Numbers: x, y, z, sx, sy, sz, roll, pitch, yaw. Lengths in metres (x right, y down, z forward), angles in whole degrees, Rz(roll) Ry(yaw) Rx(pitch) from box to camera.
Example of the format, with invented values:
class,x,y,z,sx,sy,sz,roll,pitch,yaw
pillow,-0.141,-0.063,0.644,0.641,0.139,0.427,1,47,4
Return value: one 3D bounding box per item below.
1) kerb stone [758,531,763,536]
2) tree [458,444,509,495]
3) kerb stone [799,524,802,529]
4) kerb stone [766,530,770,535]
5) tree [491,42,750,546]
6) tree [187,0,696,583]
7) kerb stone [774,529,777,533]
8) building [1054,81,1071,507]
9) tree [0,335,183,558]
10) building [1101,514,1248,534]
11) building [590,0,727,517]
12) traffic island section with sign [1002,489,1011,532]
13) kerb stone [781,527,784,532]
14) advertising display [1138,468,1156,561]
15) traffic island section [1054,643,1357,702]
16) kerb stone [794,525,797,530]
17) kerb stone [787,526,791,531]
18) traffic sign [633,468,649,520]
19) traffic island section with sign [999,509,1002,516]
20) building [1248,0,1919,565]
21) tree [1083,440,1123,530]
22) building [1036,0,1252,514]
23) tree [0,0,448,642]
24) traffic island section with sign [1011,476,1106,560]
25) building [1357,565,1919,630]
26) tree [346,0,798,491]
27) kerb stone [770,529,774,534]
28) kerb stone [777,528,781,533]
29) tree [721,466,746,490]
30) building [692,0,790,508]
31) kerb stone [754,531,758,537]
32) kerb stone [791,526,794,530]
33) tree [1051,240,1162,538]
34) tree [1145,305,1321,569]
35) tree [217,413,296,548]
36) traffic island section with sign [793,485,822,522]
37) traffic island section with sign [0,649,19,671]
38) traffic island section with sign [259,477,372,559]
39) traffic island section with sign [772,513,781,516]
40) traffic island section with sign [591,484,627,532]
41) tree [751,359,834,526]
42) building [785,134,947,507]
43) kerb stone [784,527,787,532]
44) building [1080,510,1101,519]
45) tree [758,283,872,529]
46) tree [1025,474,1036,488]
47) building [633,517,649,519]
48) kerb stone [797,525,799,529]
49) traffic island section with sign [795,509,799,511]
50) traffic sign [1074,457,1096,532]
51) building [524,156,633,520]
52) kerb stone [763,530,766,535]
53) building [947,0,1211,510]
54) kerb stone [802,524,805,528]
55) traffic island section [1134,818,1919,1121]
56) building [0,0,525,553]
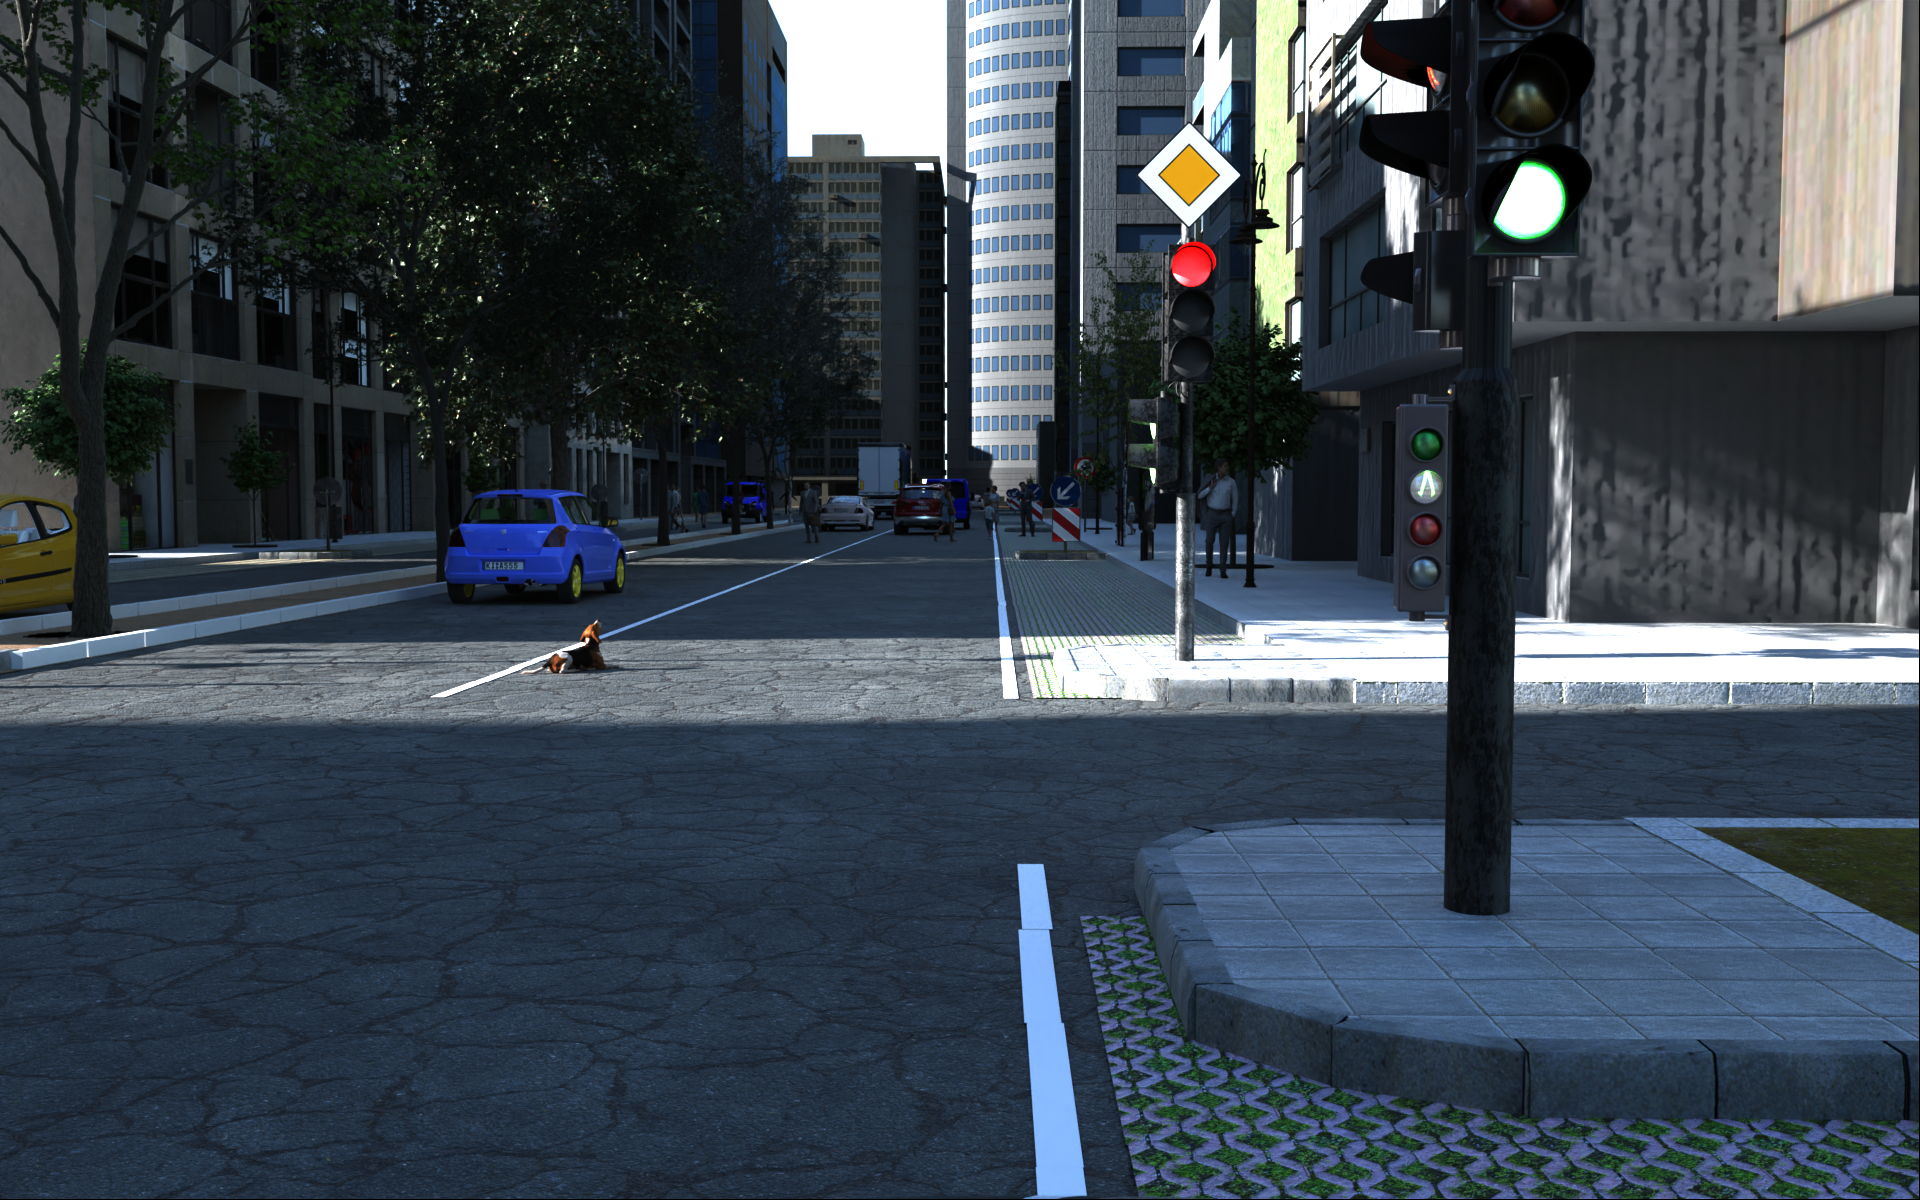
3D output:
class,x,y,z,sx,sy,sz,roll,pitch,yaw
kerb stone,-6.890,-2.229,58.645,0.120,0.150,1.000,0,4,1
tree,-16.405,-3.926,58.791,1.663,3.219,1.824,0,3,0
kerb stone,-6.684,-2.983,70.962,0.120,0.150,1.000,0,4,1
kerb stone,-6.864,-2.345,60.696,0.120,0.150,1.000,0,4,1
tree,-8.139,-8.216,47.158,12.009,13.543,11.850,0,3,0
tree,-8.186,-5.553,27.666,8.767,10.594,7.601,0,4,1
kerb stone,-6.832,-2.481,62.757,0.120,0.150,1.000,0,4,1
building,13.759,-21.586,124.638,14.160,30.474,14.107,0,4,1
tree,-17.344,-3.132,34.919,4.285,4.588,4.351,0,3,0
building,17.907,-46.176,67.646,22.319,86.520,31.000,0,4,1
building,-27.159,-41.624,118.812,20.563,71.187,20.611,0,4,1
traffic island section with sign,2.674,-3.466,65.300,1.989,1.847,2.006,0,4,1
kerb stone,-6.794,-2.602,64.814,0.120,0.150,1.000,0,4,1
advertising display,3.635,-1.735,33.579,0.123,1.923,0.974,1,4,20
traffic island section,1.755,0.545,13.372,2.009,0.180,2.903,0,4,1
kerb stone,-6.722,-2.858,68.918,0.120,0.150,1.000,0,4,1
kerb stone,-6.755,-2.731,66.860,0.120,0.150,1.000,0,4,1
traffic sign,-15.525,-5.148,84.268,0.768,2.556,0.104,0,4,2
traffic island section with sign,3.544,-6.513,115.111,1.989,1.847,2.006,0,4,1
building,13.484,-21.714,38.615,14.154,41.232,14.086,0,4,1
tree,5.152,-4.167,62.735,1.663,3.219,1.824,0,3,0
building,18.104,-50.960,145.867,22.319,86.520,31.000,0,4,1
tree,-8.588,-5.422,16.862,9.928,11.665,9.643,0,3,0
traffic island section with sign,2.201,-1.818,38.349,1.989,1.847,2.006,0,4,1
building,12.100,-20.517,19.051,14.086,41.232,14.154,0,4,1
tree,-8.435,-7.146,36.296,9.611,12.733,9.660,0,3,0
kerb stone,-6.846,-2.418,61.735,0.120,0.150,1.000,0,4,1
kerb stone,-6.819,-2.543,63.785,0.120,0.150,1.000,0,4,1
tree,-15.534,-7.588,118.660,1.663,3.219,1.824,0,3,0
building,-23.320,-30.930,155.820,14.200,45.320,14.600,0,4,1
kerb stone,-6.926,-2.167,57.618,0.120,0.150,1.000,0,4,1
kerb stone,-6.740,-2.791,67.889,0.120,0.150,1.000,0,4,1
tree,4.767,-6.139,50.731,4.737,8.622,4.395,0,3,0
tree,4.817,-2.852,30.339,4.285,4.588,4.351,0,3,0
tree,-16.982,-2.878,41.656,1.663,3.219,1.824,0,3,0
traffic island section with sign,-7.427,-4.906,88.343,2.006,1.907,1.989,0,4,1
traffic island section with sign,-8.731,-0.311,13.216,2.006,1.907,1.989,0,4,1
traffic island section with sign,-14.317,-1.842,38.743,1.989,1.847,2.006,0,4,1
traffic island section with sign,-12.975,-6.531,115.408,1.989,1.847,2.006,0,4,1
traffic island section with sign,-13.834,-3.520,66.177,1.989,1.847,2.006,0,4,1
tree,-7.515,-7.558,76.388,4.360,8.622,3.978,0,3,0
building,-13.400,-30.440,189.571,23.993,40.220,32.217,0,4,1
kerb stone,-6.780,-2.669,65.838,0.120,0.150,1.000,0,4,1
building,17.095,-34.288,102.600,21.231,58.520,28.212,0,4,1
tree,-7.667,-8.159,70.261,8.767,10.594,7.601,0,4,1
tree,6.627,-10.464,165.688,1.663,3.219,1.824,0,3,0
building,-27.134,-40.366,98.237,20.563,71.187,20.611,0,4,1
kerb stone,-6.712,-2.920,69.940,0.120,0.150,1.000,0,4,1
traffic island section with sign,-12.499,-8.219,143.007,1.989,1.847,2.006,0,4,1
traffic sign,4.210,-3.556,58.243,0.768,2.556,0.104,0,4,3
building,-22.190,-13.793,80.274,10.420,20.320,16.860,0,4,1
kerb stone,-6.895,-2.292,59.667,0.120,0.150,1.000,0,4,1
building,12.708,-39.201,182.929,28.212,58.520,21.231,0,4,1
kerb stone,-6.666,-3.037,71.984,0.120,0.150,1.000,0,4,1
traffic island section,1.615,1.033,5.388,2.009,0.180,2.903,0,4,1
building,-27.815,-15.248,53.827,19.350,26.468,34.151,0,4,1
